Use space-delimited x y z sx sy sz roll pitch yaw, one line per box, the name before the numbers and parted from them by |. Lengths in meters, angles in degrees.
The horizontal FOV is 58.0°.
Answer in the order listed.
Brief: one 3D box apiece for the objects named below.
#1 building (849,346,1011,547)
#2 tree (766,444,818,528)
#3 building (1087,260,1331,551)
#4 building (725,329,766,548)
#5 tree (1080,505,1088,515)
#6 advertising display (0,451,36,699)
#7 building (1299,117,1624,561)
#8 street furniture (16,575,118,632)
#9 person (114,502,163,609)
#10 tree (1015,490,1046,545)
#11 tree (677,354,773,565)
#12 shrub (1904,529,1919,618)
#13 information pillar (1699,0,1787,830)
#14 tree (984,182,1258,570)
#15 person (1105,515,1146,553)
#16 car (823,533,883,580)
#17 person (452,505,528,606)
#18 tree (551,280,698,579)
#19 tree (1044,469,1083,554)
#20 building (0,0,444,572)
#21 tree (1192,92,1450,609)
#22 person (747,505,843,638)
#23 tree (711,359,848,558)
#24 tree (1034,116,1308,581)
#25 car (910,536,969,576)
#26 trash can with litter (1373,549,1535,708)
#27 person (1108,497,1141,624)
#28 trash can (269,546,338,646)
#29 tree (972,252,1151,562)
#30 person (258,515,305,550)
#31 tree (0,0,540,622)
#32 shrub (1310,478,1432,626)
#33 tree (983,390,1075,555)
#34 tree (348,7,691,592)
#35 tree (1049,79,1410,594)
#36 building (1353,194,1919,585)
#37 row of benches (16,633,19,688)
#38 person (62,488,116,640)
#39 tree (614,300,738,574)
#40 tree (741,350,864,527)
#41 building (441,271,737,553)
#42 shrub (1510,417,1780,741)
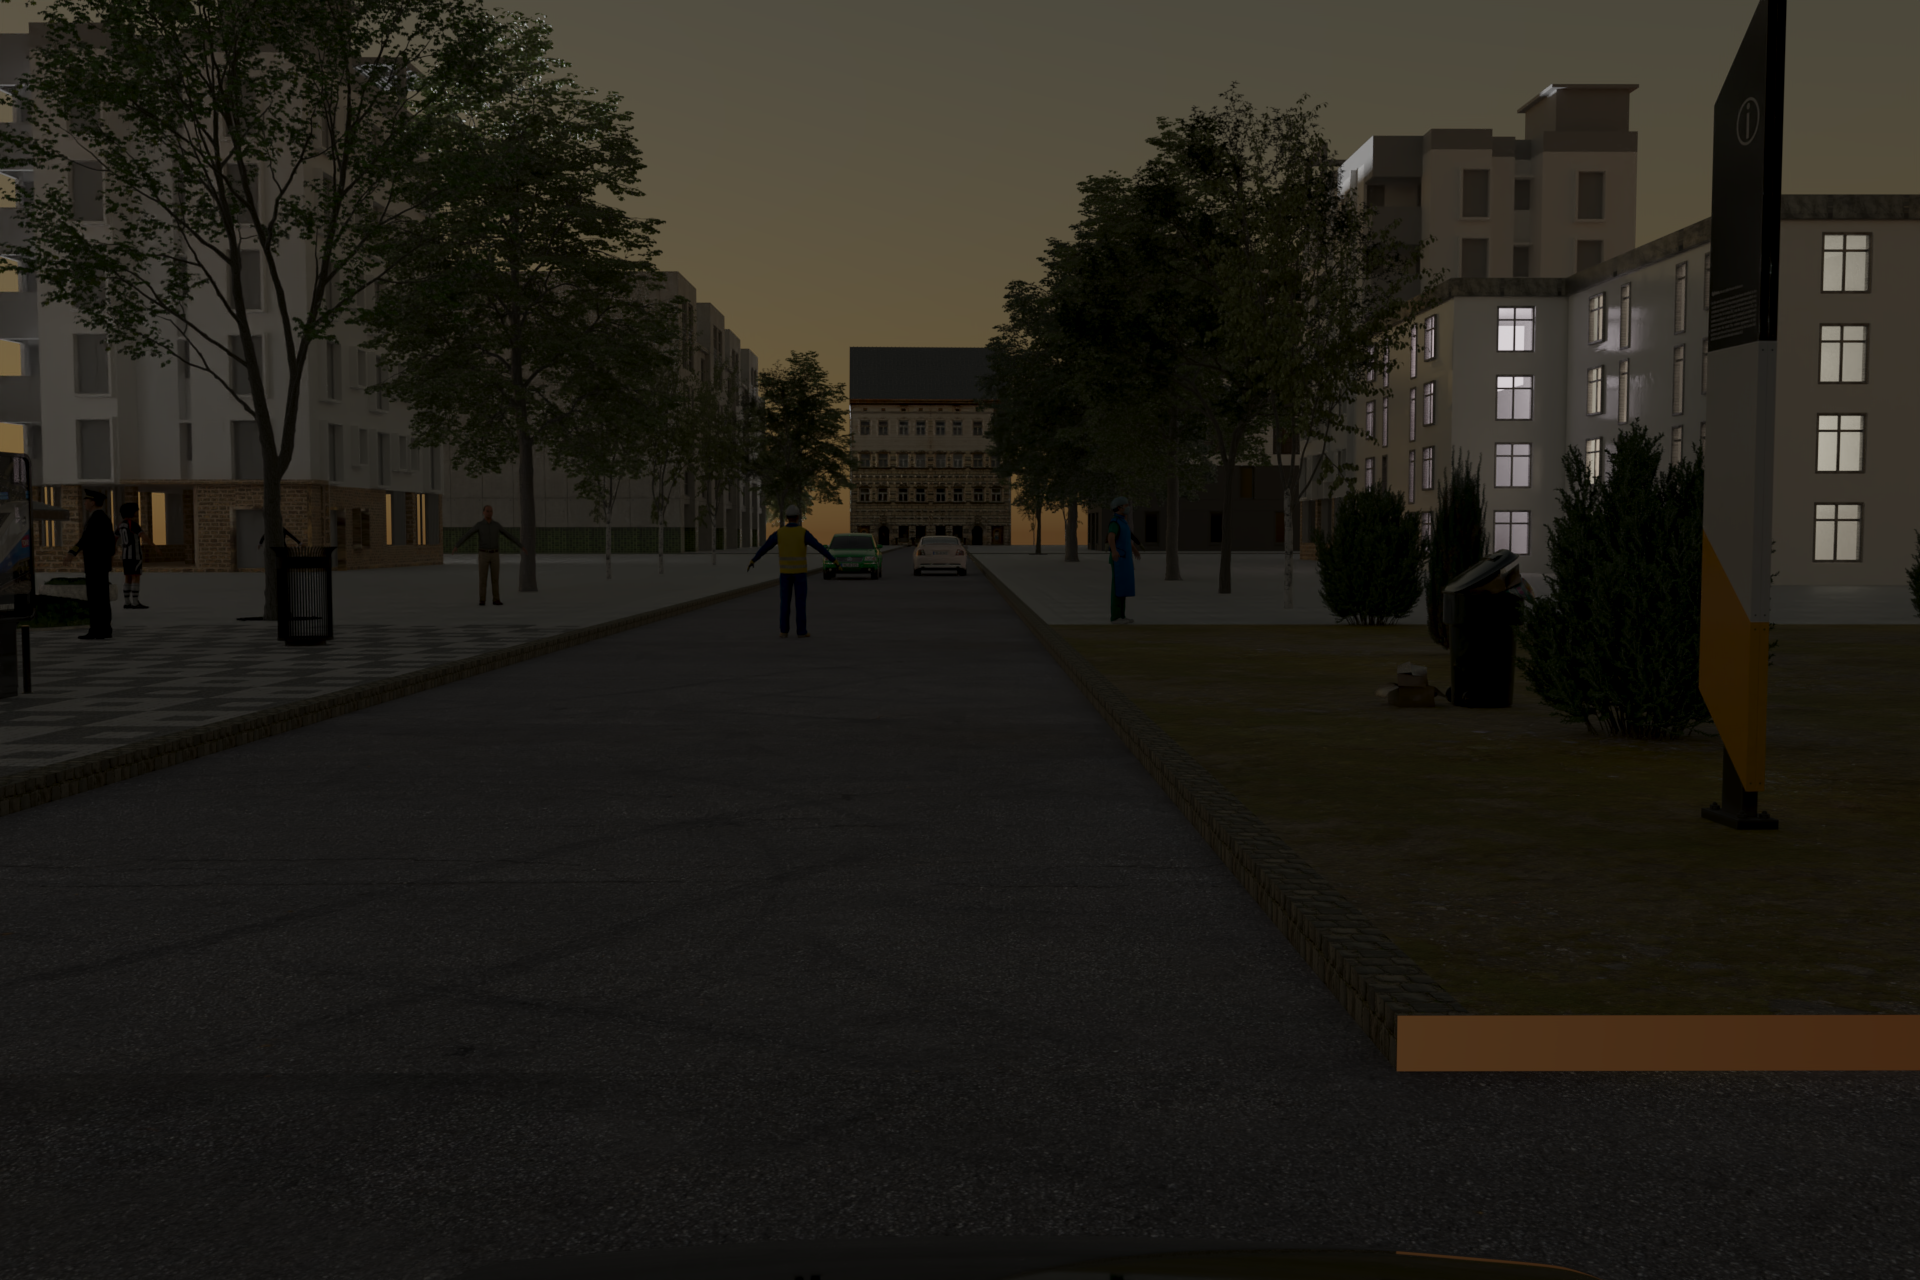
building | -3.798 -22.562 202.274 18.063 23.208 19.493 0 4 -3
tree | -19.795 -17.114 197.945 7.486 12.596 7.792 0 3 0
building | 24.486 -18.432 145.345 27.936 21.610 32.646 0 3 0
building | -28.437 -18.267 165.118 16.747 18.905 31.486 0 4 -1
tree | 17.158 -16.170 198.793 7.601 10.594 8.767 0 4 2
advertising display | -7.509 -0.505 13.474 0.123 1.923 0.974 0 4 0
building | 22.062 -13.988 85.116 16.016 20.090 11.380 0 4 -1
street furniture | -16.952 -0.508 23.939 10.072 0.657 5.734 -1 4 -10
person | -14.166 -1.439 29.678 1.345 1.843 0.704 2 4 31
tree | 8.359 -15.327 200.957 4.737 8.622 4.395 0 3 0
tree | -10.061 -7.426 71.778 4.737 8.622 4.395 0 3 0
shrub | 12.323 -1.011 20.945 1.690 2.028 1.600 0 3 0
information pillar | 3.450 -0.997 7.648 0.183 3.616 0.504 0 4 -2
tree | 5.843 -9.493 61.871 9.857 13.997 8.962 0 3 0
person | 3.452 -1.872 36.746 0.704 1.812 1.346 3 5 42
car | -3.444 -2.875 55.805 1.959 1.807 4.718 0 4 -1
person | -8.465 -1.521 31.141 1.348 1.796 0.705 -2 4 -27
tree | -10.145 -6.017 48.735 4.360 8.622 3.978 0 3 0
tree | 6.023 -8.857 95.173 4.360 8.622 3.978 0 3 0
building | -26.511 -12.416 59.426 16.016 20.090 11.380 0 4 -1
tree | 5.751 -4.832 29.370 4.737 8.622 4.395 0 3 0
person | -2.310 -0.954 24.031 1.349 1.833 0.705 0 4 6
tree | -9.857 -9.720 93.340 8.767 10.594 7.601 1 4 20
tree | 5.915 -7.893 47.180 7.486 12.596 7.792 0 3 0
car | -0.721 -2.971 60.934 2.083 1.381 4.827 0 4 -2
trash can with litter | 3.664 -0.090 12.856 1.055 1.170 0.624 0 4 -2
person | 2.322 -1.141 24.785 0.704 1.817 1.347 1 4 20
trash can | -7.548 -0.507 19.948 0.748 1.137 0.748 0 3 0
tree | 5.239 -10.611 80.149 9.857 13.997 8.962 0 3 0
person | -15.840 -2.060 40.406 1.216 1.740 0.721 1 4 11
tree | -10.154 -6.107 25.607 9.928 11.665 9.643 0 3 0
shrub | 5.821 -1.247 24.422 1.661 2.075 1.752 0 3 0
tree | 4.929 -11.073 106.804 9.928 11.665 9.643 0 3 0
tree | -10.074 -7.362 38.493 7.486 12.596 7.792 0 3 0
tree | 5.534 -6.258 36.725 8.767 10.594 7.601 2 4 26
building | 20.600 -7.024 56.997 9.099 9.664 28.070 0 3 0
row of benches | -9.753 0.046 14.712 4.104 0.672 1.422 1 4 18
person | -10.595 -0.934 21.207 0.705 1.837 1.347 0 4 -5
tree | -9.419 -6.436 55.591 4.737 8.622 4.395 0 3 0
tree | -9.810 -11.539 106.792 7.486 12.596 7.792 0 3 0
building | -27.394 -16.268 132.445 16.747 18.905 31.486 0 4 0
shrub | 4.328 -0.402 10.985 1.690 2.028 1.600 0 3 0
